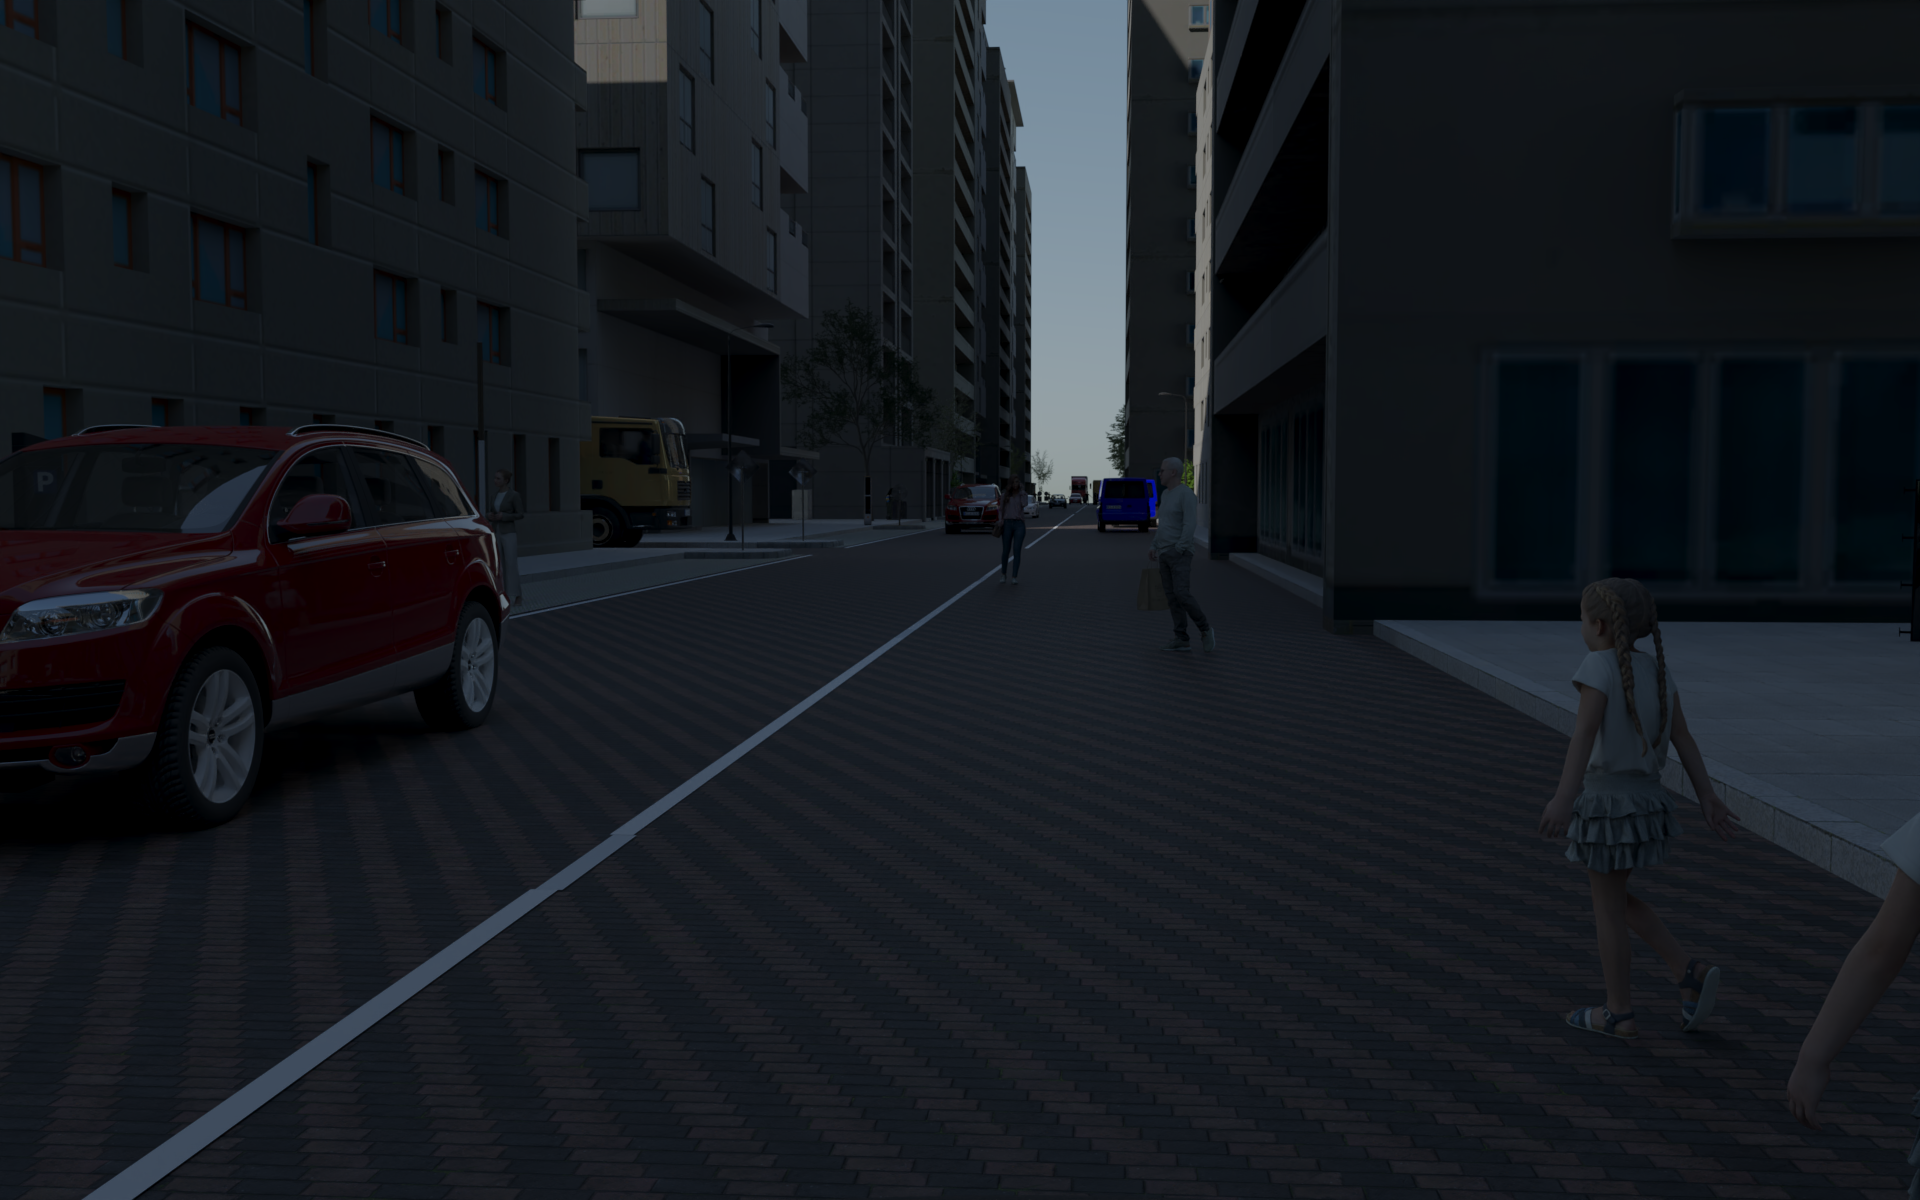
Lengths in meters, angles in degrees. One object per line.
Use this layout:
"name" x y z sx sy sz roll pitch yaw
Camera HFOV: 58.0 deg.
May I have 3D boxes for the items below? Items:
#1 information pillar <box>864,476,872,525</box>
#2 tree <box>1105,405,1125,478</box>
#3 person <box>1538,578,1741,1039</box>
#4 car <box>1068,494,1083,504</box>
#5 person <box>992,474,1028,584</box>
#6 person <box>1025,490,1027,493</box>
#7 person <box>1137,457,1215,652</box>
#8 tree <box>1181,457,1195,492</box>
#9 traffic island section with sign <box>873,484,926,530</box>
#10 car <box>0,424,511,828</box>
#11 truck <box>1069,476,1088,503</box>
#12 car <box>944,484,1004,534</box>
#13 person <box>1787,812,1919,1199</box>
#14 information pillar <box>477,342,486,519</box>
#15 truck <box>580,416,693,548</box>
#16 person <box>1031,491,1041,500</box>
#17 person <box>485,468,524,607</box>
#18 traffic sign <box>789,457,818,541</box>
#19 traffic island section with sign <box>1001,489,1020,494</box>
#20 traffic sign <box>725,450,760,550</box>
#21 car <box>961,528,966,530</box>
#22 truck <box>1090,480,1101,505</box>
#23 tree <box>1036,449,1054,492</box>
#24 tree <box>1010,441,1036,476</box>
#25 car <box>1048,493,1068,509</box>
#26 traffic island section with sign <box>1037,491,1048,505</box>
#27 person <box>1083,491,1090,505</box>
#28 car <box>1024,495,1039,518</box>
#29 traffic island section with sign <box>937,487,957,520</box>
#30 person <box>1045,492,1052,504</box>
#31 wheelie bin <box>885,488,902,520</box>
"information pillar" -3.804 -4.086 71.305 0.304 2.012 0.304 -1 4 -9
"tree" 20.586 -17.516 204.506 7.486 12.596 7.792 0 3 0
"person" 1.744 0.550 4.515 0.505 1.210 0.382 -3 4 -36
"car" 15.982 -14.098 239.536 2.155 1.783 4.494 0 4 5
"person" 0.816 -1.143 27.779 0.593 1.750 0.643 0 4 8
"person" 6.710 -10.268 176.343 1.348 1.831 0.705 -3 4 -38
"person" 1.980 -0.424 15.924 0.515 1.767 0.782 -1 4 -22
"tree" 13.029 -6.388 99.044 1.663 3.219 1.824 0 3 0
"traffic island section with sign" -2.433 -3.764 70.169 1.989 1.847 2.006 0 4 5
"car" -4.055 -0.031 9.176 2.281 1.827 5.304 0 4 4
"truck" 18.658 -17.238 270.759 2.839 4.237 11.283 0 4 5
"car" 0.619 -3.380 63.939 2.281 1.827 5.304 0 4 5
"person" 1.362 0.689 2.256 0.505 1.210 0.382 1 4 22
"information pillar" -7.444 -2.178 26.960 0.183 3.616 0.504 -1 4 -14
"truck" -10.914 -2.923 43.721 9.791 3.379 3.469 0 4 3
"person" 8.512 -11.484 196.405 1.348 1.807 0.705 -2 4 -23
"person" -5.822 -0.794 22.024 0.519 1.759 0.362 2 4 25
"traffic sign" -4.283 -2.670 47.302 0.795 2.450 0.064 0 4 5
"traffic island section with sign" 3.840 -8.439 146.598 1.989 1.847 2.006 0 4 5
"traffic sign" -4.937 -2.184 39.343 0.795 2.450 0.064 0 4 5
"car" 0.958 -3.725 71.131 2.015 1.641 3.980 0 4 3
"truck" 19.199 -14.548 233.782 3.469 3.379 9.791 0 4 5
"tree" 13.188 -20.252 281.476 4.737 8.622 4.395 0 3 0
"tree" 5.285 -15.224 199.272 4.737 8.622 4.395 0 3 0
"car" 9.742 -9.932 172.182 2.009 1.686 4.222 0 4 5
"traffic island section with sign" 12.821 -15.133 256.051 1.989 1.847 2.006 0 4 5
"person" 16.474 -13.154 223.581 1.348 1.822 0.705 3 4 36
"car" 3.757 -5.606 104.015 2.083 1.381 4.827 0 4 5
"traffic island section with sign" -0.226 -5.407 97.034 1.989 1.847 2.006 0 4 5
"person" 13.056 -14.915 253.176 1.217 1.723 0.721 1 4 23
"wheelie bin" -3.239 -4.767 85.841 0.693 1.594 0.980 3 4 36
